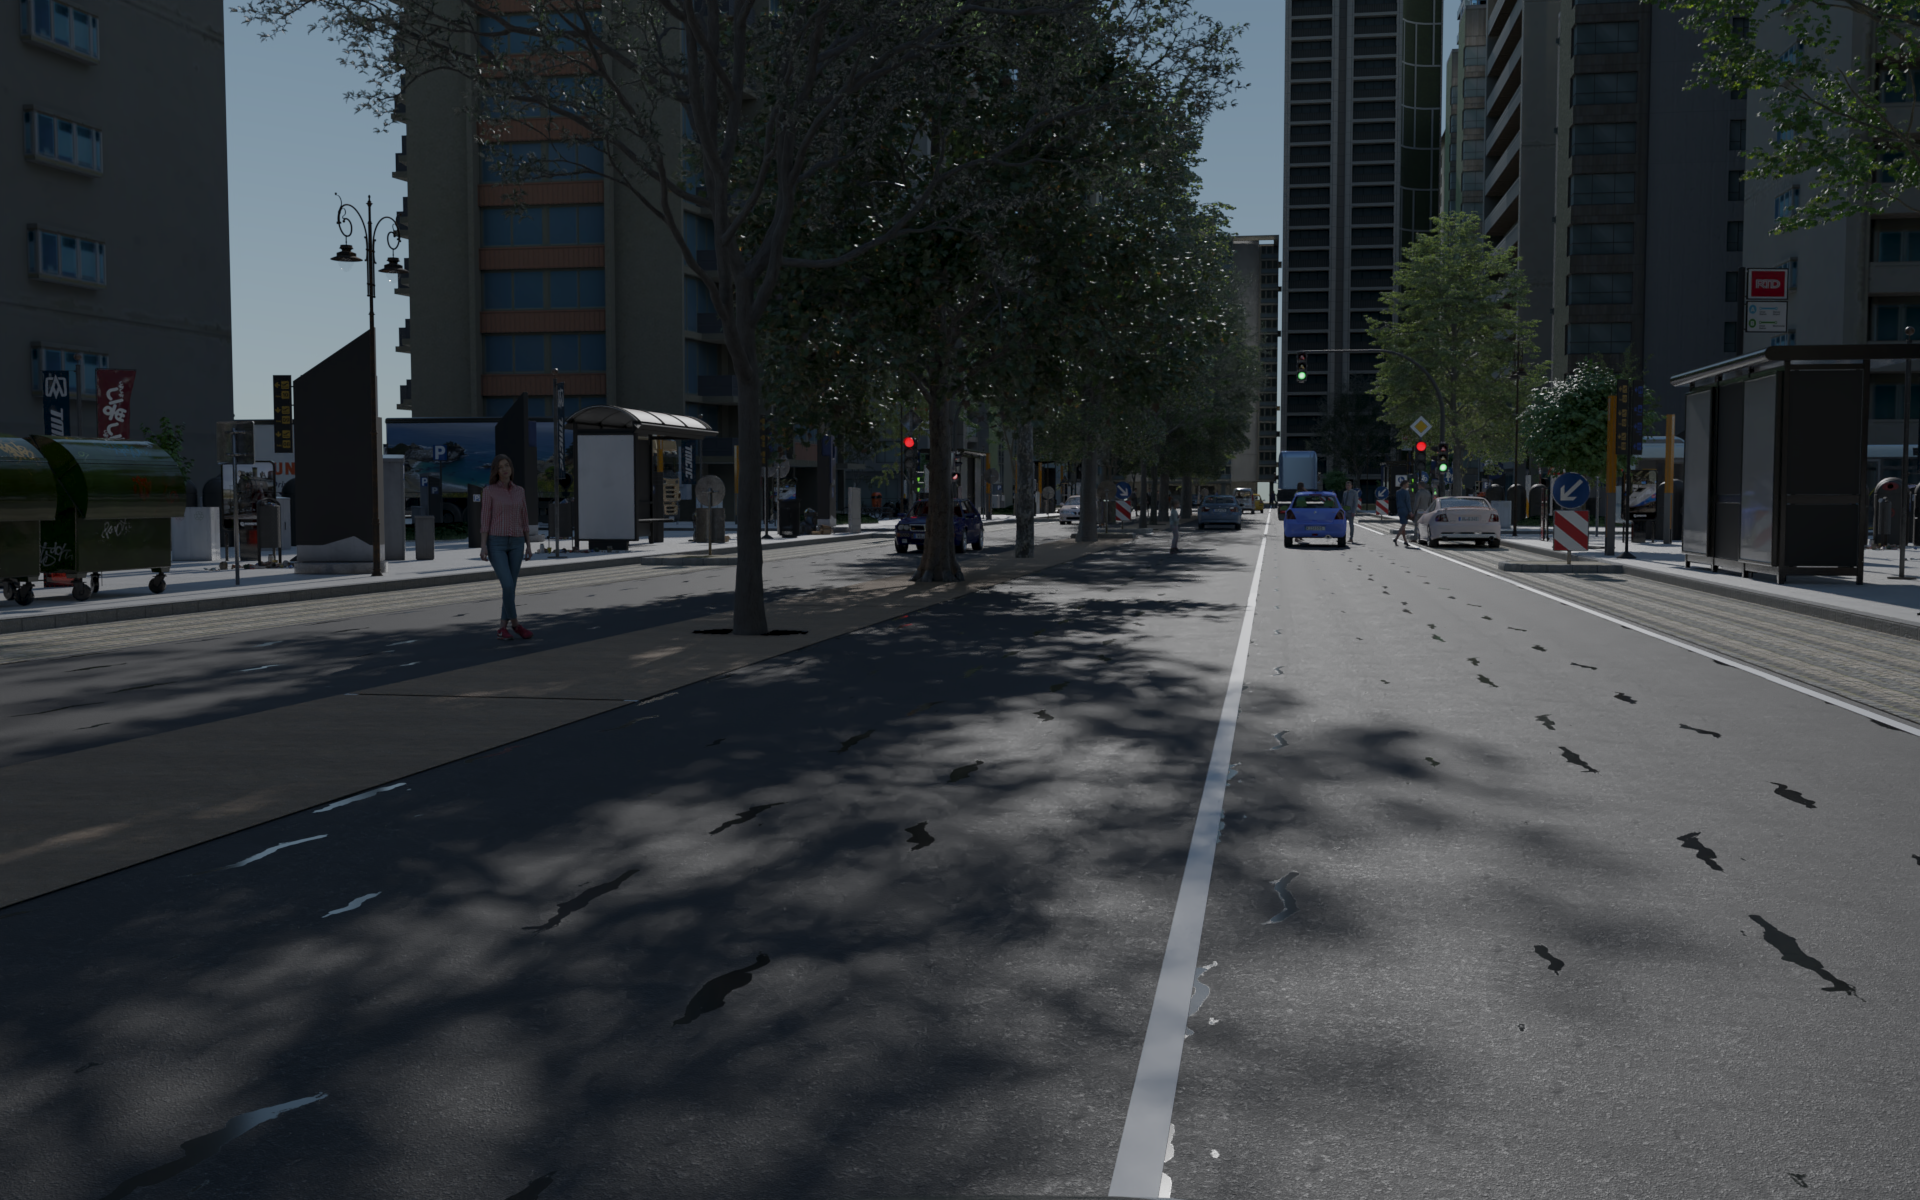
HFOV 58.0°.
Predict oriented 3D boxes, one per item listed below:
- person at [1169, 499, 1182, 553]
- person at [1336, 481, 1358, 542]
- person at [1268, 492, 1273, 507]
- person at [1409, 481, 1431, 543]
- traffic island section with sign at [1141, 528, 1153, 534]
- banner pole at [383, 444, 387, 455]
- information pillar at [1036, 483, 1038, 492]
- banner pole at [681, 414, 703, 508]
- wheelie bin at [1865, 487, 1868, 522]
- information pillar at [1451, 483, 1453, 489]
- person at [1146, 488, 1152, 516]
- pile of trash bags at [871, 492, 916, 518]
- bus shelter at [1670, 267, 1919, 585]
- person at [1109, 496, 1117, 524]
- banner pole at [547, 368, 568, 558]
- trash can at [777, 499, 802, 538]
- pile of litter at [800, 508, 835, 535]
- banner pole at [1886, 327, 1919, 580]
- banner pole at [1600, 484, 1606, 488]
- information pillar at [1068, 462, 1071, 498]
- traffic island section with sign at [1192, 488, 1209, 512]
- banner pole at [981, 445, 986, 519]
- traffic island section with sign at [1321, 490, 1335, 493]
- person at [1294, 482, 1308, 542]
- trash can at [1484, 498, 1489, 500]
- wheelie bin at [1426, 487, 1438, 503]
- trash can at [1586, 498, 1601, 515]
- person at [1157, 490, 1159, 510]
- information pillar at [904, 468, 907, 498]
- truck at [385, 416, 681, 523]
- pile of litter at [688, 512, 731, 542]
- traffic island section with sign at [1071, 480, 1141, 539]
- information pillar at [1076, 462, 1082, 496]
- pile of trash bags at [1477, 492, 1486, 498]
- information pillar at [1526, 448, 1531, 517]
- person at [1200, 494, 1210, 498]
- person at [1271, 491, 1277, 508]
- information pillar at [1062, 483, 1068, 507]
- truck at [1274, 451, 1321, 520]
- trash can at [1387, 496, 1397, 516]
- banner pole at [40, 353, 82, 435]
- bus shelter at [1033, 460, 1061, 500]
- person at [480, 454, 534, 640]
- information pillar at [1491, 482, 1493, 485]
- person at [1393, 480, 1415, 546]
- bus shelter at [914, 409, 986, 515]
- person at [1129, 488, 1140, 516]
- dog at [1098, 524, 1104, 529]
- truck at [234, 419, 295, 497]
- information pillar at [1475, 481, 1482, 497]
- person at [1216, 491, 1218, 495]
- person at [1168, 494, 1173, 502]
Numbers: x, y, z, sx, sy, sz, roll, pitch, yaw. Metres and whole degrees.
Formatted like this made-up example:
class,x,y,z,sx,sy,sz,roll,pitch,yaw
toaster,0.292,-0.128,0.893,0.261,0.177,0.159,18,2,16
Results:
class,x,y,z,sx,sy,sz,roll,pitch,yaw
person,5.240,-1.791,42.056,0.394,1.301,0.425,-1,4,-17
person,11.588,-2.634,51.658,0.391,1.810,0.635,-3,5,-44
person,34.406,-11.104,191.526,0.593,1.643,0.415,0,4,4
person,13.526,-2.578,50.759,0.694,1.812,0.767,-2,4,-33
traffic island section with sign,6.041,-3.399,63.702,2.006,1.907,1.989,1,4,10
banner pole,-25.163,-5.248,75.821,0.863,3.779,0.401,0,4,1
information pillar,4.908,-6.694,113.945,0.304,2.012,0.304,-3,4,-39
banner pole,-8.363,-3.940,54.435,0.863,3.779,0.401,-1,4,-18
wheelie bin,16.722,-1.527,32.876,0.693,1.594,0.980,-1,4,-22
information pillar,26.421,-5.385,92.537,0.304,2.012,0.304,-3,4,-36
person,12.379,-6.394,112.814,0.659,1.850,0.755,0,4,-6
pile of trash bags,-3.496,-5.112,93.326,1.912,1.369,3.447,3,5,41
bus shelter,13.167,-3.110,28.487,2.179,5.291,8.768,1,4,10
person,7.324,-4.558,83.202,0.511,1.800,0.466,3,5,42
banner pole,-7.961,-2.715,34.414,0.401,3.779,0.863,-2,4,-29
trash can,-4.989,-2.386,50.660,0.748,1.137,0.748,0,3,0
pile of litter,-4.479,-2.495,54.761,1.176,0.858,1.719,2,4,35
banner pole,14.427,-2.198,25.961,0.863,3.779,0.401,1,4,11
banner pole,30.072,-5.523,80.324,0.401,3.779,0.863,-3,4,-38
information pillar,7.890,-8.176,125.027,0.183,3.616,0.504,1,4,18
traffic island section with sign,19.413,-7.921,137.646,2.006,1.907,1.989,1,4,10
banner pole,1.225,-6.078,89.389,0.401,3.779,0.863,0,4,5
traffic island section with sign,34.650,-9.398,162.290,1.989,1.847,2.006,1,4,10
person,10.232,-2.654,52.143,0.529,1.795,0.600,-3,4,-37
trash can,19.693,-3.309,65.752,0.748,1.137,0.748,0,3,0
wheelie bin,21.141,-4.274,77.784,0.693,1.594,0.980,2,4,27
trash can,25.770,-3.608,70.649,0.748,1.137,0.748,0,3,0
person,17.893,-8.973,155.745,0.750,1.759,0.617,-2,4,-24
information pillar,-3.261,-6.845,103.272,0.183,3.616,0.504,0,4,7
truck,-15.339,-4.575,63.722,11.283,4.237,2.839,1,4,11
pile of litter,-6.748,-1.994,46.568,1.176,0.858,1.719,0,4,-4
traffic island section with sign,4.713,-2.953,56.415,2.006,1.907,1.989,1,4,10
information pillar,8.589,-8.144,124.510,0.504,3.616,0.183,3,4,37
pile of trash bags,22.388,-3.999,75.136,1.912,1.369,3.447,0,4,5
information pillar,25.082,-5.203,76.431,0.183,3.616,0.504,0,4,1
person,23.308,-9.498,163.891,1.348,1.812,0.705,1,4,13
person,31.400,-10.014,172.678,0.683,1.767,0.568,-2,4,-28
information pillar,7.044,-6.835,116.243,0.304,2.012,0.304,-1,4,-21
truck,20.130,-6.920,102.895,2.967,4.110,18.799,1,4,10
trash can,25.455,-5.528,102.039,0.748,1.137,0.748,0,3,0
banner pole,-15.908,-2.499,30.874,0.863,3.779,0.401,0,4,-3
bus shelter,5.754,-7.861,119.813,1.731,3.624,6.357,1,4,10
person,-4.482,-0.522,17.042,0.388,1.821,0.555,3,5,39
information pillar,31.331,-5.999,102.568,0.304,2.012,0.304,3,4,37
person,12.159,-2.392,47.640,0.654,1.822,0.581,-1,4,-13
bus shelter,-0.573,-6.304,80.705,2.179,5.291,8.768,1,4,10
person,11.123,-6.247,110.597,0.822,1.834,0.622,1,4,13
dog,5.569,-2.987,68.124,0.406,0.507,0.540,-1,4,-23
truck,-29.314,-4.755,66.655,11.283,4.237,2.839,1,4,11
information pillar,29.710,-5.791,99.168,0.304,2.012,0.304,-2,4,-28
person,30.015,-11.808,201.430,0.599,1.838,0.709,1,4,8
person,19.339,-9.072,160.089,1.065,1.426,0.557,-1,4,-11
